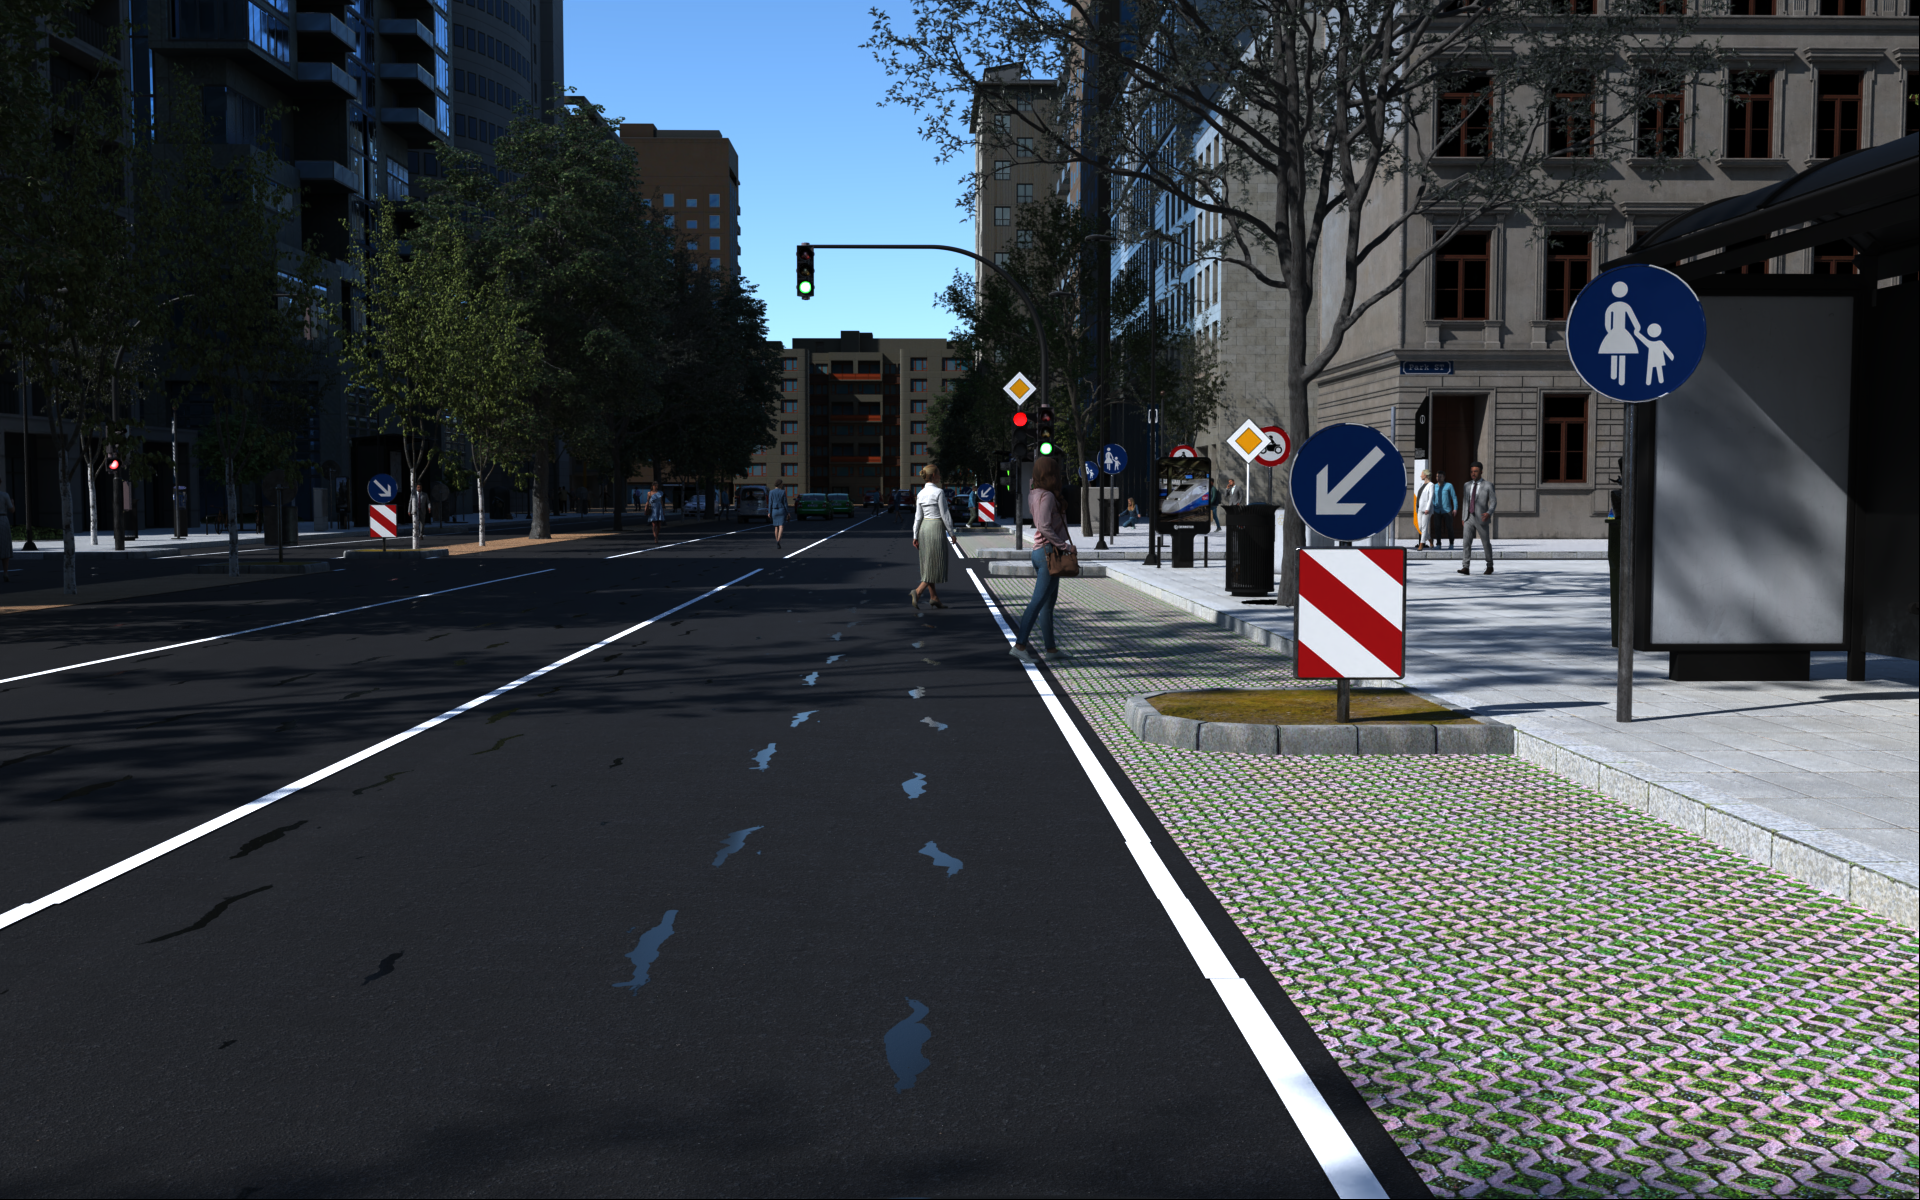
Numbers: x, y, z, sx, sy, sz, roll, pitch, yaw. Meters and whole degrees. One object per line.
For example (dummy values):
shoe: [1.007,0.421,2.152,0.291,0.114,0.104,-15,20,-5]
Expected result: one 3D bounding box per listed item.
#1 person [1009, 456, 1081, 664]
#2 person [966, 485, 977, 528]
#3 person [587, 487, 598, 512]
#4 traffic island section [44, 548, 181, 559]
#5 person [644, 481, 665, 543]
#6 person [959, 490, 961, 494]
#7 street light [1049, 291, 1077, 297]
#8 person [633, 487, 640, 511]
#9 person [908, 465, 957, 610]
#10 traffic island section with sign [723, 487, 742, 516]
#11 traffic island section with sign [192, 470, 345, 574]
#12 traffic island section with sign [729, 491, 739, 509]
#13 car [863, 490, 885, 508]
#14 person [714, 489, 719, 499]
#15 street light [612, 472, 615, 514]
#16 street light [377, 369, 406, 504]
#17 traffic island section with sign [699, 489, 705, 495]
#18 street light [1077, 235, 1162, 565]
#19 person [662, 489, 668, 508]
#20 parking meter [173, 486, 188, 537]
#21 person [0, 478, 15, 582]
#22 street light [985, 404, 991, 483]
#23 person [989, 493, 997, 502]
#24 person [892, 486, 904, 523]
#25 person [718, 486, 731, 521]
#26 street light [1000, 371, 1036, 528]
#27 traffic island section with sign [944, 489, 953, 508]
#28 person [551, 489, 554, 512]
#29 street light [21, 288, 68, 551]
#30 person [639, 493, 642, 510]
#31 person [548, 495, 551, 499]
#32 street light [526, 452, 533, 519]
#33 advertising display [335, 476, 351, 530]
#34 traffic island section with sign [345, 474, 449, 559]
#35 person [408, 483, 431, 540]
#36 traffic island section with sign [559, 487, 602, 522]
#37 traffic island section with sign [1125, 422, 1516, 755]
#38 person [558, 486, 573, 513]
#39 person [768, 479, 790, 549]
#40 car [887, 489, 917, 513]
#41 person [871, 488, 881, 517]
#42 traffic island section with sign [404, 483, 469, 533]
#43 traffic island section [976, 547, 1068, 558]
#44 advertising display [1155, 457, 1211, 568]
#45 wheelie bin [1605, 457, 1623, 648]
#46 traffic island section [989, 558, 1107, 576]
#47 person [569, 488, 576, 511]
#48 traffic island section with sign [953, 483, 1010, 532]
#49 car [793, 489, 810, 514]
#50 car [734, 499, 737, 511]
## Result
person: [0.693,-0.347,14.765,0.643,1.750,0.593,-1,4,-14]
person: [0.469,-3.703,69.389,0.444,1.785,0.601,0,4,7]
person: [-26.529,-7.184,123.503,1.348,1.824,0.705,-1,4,-9]
traffic island section: [-19.150,-1.050,39.443,2.009,0.180,2.903,0,4,-1]
person: [-9.011,-2.598,51.067,0.616,1.811,0.778,-1,4,-16]
person: [0.190,-11.084,188.092,0.721,1.723,1.217,1,4,18]
street light: [2.734,-4.119,39.885,1.470,5.913,1.316,0,4,-1]
person: [-24.345,-7.593,130.058,0.599,1.838,0.709,1,4,20]
person: [-0.381,-0.781,21.492,0.641,1.798,0.478,-2,4,-35]
traffic island section with sign: [-14.521,-6.497,114.356,2.006,1.907,1.989,0,4,-1]
traffic island section with sign: [-12.717,-1.449,31.830,2.006,1.907,1.989,0,4,-1]
traffic island section with sign: [-21.654,-9.812,169.052,1.989,1.847,2.006,0,4,-1]
car: [-8.911,-10.386,178.488,2.281,1.827,5.304,0,4,-1]
person: [-26.864,-11.201,189.267,1.350,1.814,0.705,2,4,26]
street light: [-22.162,-8.647,113.921,1.470,5.913,1.316,0,4,-1]
street light: [-21.061,-5.616,64.366,1.470,5.913,1.316,0,4,-1]
traffic island section with sign: [-21.056,-8.131,141.568,1.989,1.847,2.006,0,4,-1]
street light: [2.935,-3.587,31.181,1.470,5.913,1.316,0,4,-1]
person: [-26.530,-9.088,155.447,0.721,1.723,1.217,1,4,21]
parking meter: [-23.469,-2.674,52.137,0.372,1.533,0.369,0,3,0]
person: [-15.678,-1.173,28.247,0.480,1.755,0.524,-2,4,-28]
street light: [1.699,-7.150,89.442,1.470,5.913,1.316,0,4,-1]
person: [2.476,-7.850,135.120,1.217,1.736,0.721,0,4,-3]
person: [-3.049,-4.710,85.526,0.654,1.822,0.581,-1,4,-20]
person: [-12.622,-5.170,92.893,0.748,1.841,0.638,2,4,34]
street light: [2.254,-5.634,64.664,1.470,5.913,1.316,0,4,-1]
traffic island section with sign: [0.254,-5.102,92.048,1.989,1.847,2.006,0,4,-1]
person: [-29.331,-7.229,124.760,0.750,1.759,0.617,3,5,40]
street light: [-20.586,-4.075,39.168,1.470,5.913,1.316,0,4,-1]
person: [-26.457,-8.254,142.463,0.593,1.643,0.415,-2,4,-32]
person: [-28.311,-6.760,117.286,1.217,1.735,0.721,-1,4,-9]
street light: [-21.690,-7.132,89.142,1.470,5.913,1.316,0,4,-1]
advertising display: [-22.433,-3.533,62.973,0.123,1.923,0.974,-3,5,-44]
traffic island section with sign: [-12.869,-1.902,39.236,2.006,1.907,1.989,0,4,-1]
person: [-16.866,-2.770,54.063,0.678,1.792,0.850,-1,4,-20]
traffic island section with sign: [-19.955,-5.051,91.211,1.989,1.847,2.006,0,4,-1]
traffic island section with sign: [2.034,-0.108,10.395,1.989,1.847,2.006,0,4,-1]
person: [-26.495,-6.707,115.805,1.348,1.812,0.705,-2,4,-30]
person: [-4.773,-2.255,45.390,0.581,1.822,0.654,1,4,17]
car: [-4.417,-7.535,131.865,2.281,1.827,5.304,0,4,0]
person: [-5.276,-6.108,108.386,0.620,1.820,0.660,-3,4,-37]
traffic island section with sign: [-19.364,-3.403,64.262,1.989,1.847,2.006,0,4,-1]
traffic island section: [1.387,-1.077,39.886,2.009,0.180,2.903,0,4,-1]
advertising display: [3.871,-1.520,30.062,0.974,1.923,0.123,-1,4,-10]
wheelie bin: [5.815,-0.398,14.413,0.980,1.594,0.693,3,5,42]
traffic island section: [1.561,-0.588,31.902,2.009,0.180,2.903,0,4,-1]
person: [-29.110,-7.563,130.255,0.434,1.755,0.990,1,4,20]
traffic island section with sign: [0.848,-3.454,65.099,1.989,1.847,2.006,0,4,-1]
car: [-11.360,-7.327,128.834,2.155,1.783,4.494,0,4,-3]
car: [-18.050,-8.252,147.275,2.083,1.381,4.827,0,4,0]
